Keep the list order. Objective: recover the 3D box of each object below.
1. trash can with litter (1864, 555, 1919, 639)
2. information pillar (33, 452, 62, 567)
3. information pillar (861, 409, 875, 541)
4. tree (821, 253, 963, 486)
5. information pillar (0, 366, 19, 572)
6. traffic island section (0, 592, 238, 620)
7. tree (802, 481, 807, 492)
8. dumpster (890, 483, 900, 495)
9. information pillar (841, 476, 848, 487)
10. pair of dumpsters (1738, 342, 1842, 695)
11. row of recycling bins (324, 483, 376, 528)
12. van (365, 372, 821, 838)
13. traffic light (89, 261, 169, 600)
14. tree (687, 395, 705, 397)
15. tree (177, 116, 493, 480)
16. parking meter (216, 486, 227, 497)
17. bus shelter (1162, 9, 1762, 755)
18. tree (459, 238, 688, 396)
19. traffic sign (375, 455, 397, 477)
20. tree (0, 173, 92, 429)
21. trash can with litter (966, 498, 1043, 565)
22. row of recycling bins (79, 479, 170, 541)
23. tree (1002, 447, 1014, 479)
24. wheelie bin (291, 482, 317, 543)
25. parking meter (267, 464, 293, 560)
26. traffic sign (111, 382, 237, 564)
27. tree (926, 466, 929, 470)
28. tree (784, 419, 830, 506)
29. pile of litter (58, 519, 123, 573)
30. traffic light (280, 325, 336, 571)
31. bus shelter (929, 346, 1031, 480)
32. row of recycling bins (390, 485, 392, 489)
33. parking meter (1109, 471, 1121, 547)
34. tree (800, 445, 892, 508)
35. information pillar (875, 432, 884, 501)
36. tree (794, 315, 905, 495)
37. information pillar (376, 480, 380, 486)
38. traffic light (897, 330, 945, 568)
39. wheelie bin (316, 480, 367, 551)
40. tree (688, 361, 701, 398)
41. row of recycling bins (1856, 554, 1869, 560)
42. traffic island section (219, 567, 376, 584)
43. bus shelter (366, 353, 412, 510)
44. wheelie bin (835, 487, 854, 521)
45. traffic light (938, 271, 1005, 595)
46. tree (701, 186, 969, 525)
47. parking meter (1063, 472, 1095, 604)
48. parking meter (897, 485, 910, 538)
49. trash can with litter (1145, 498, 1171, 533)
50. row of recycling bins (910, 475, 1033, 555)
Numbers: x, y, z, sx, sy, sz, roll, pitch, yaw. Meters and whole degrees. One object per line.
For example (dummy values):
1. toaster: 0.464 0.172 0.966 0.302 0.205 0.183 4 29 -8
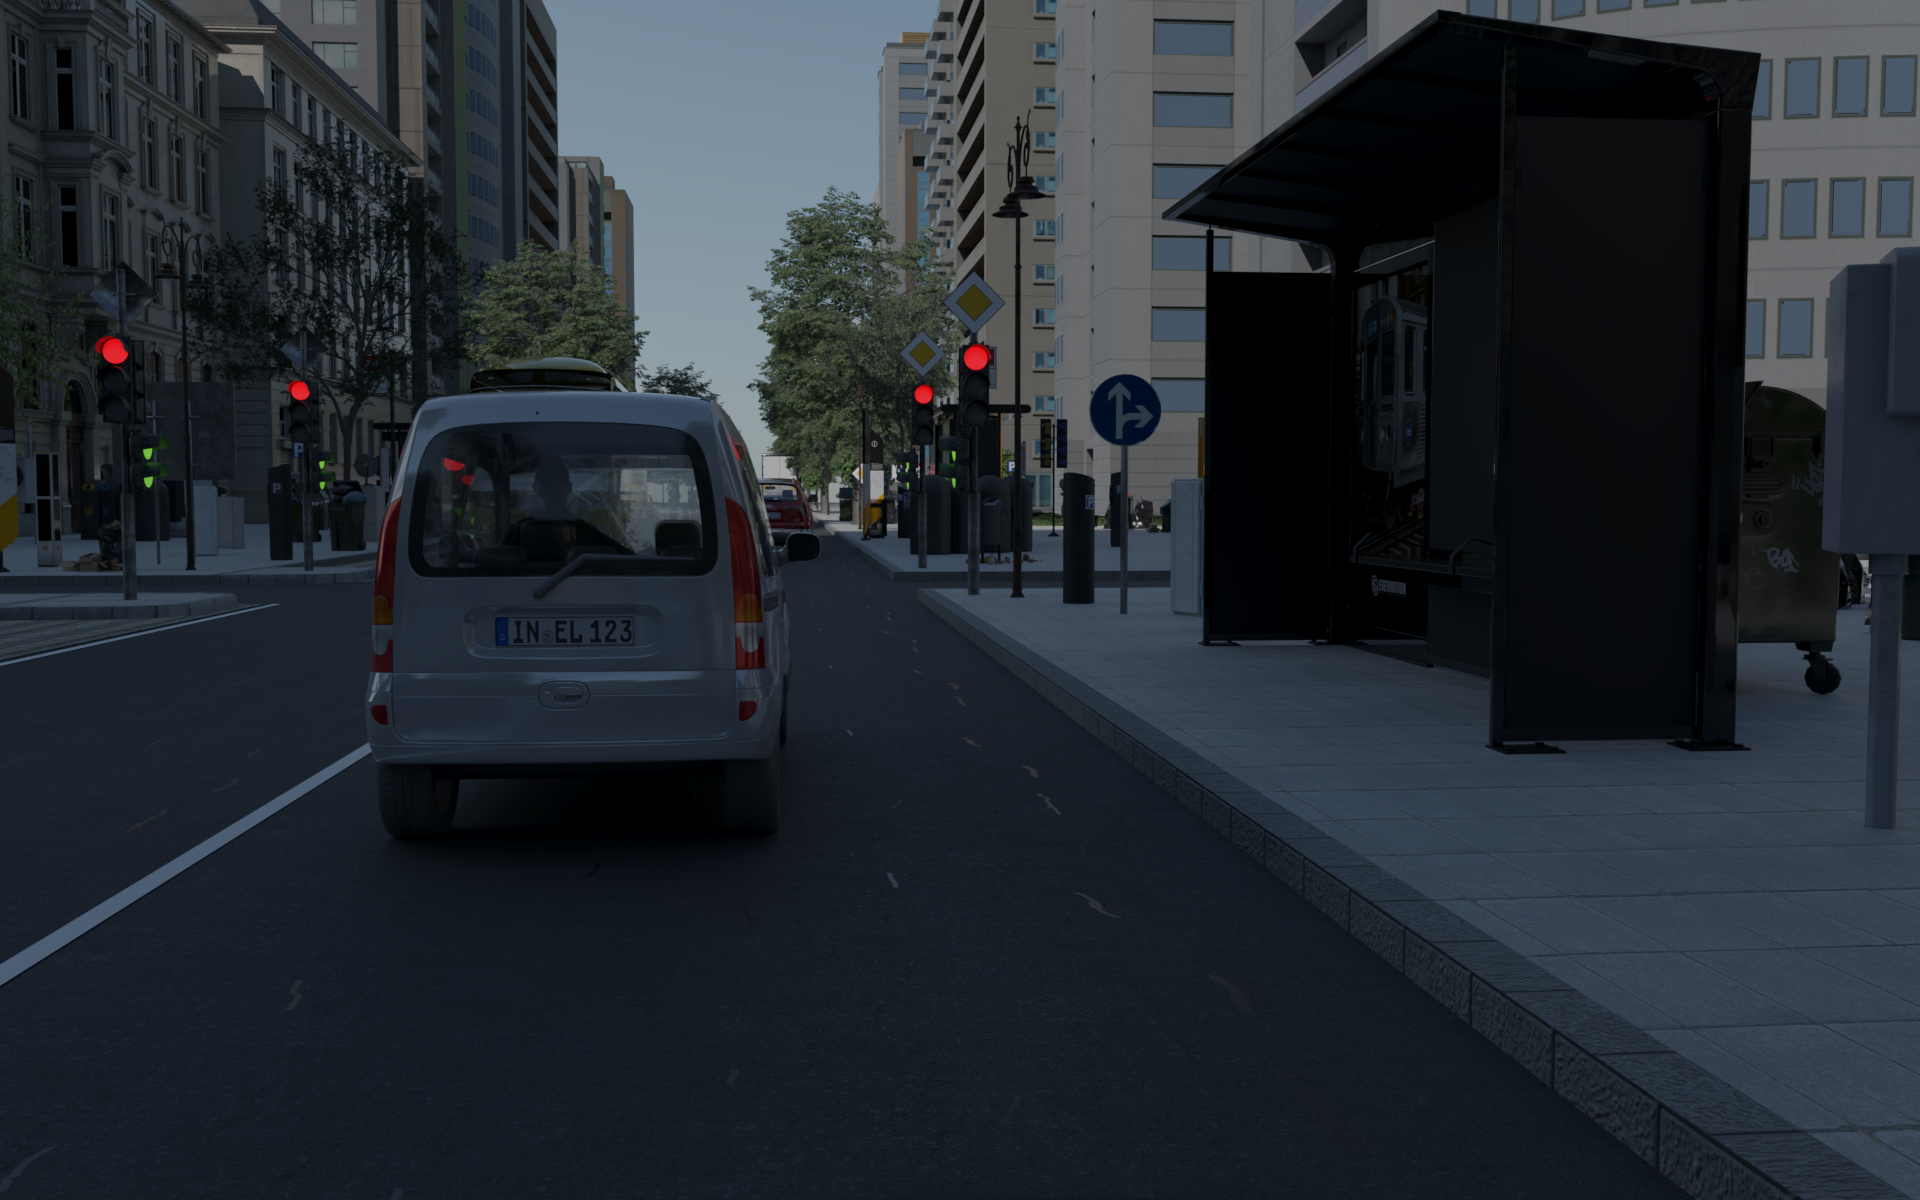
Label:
1. trash can with litter: 8.450 -0.253 15.531 0.624 1.170 1.055 0 4 3
2. information pillar: -16.015 -1.586 30.423 0.304 2.012 0.304 0 4 -2
3. information pillar: -2.592 -3.456 47.855 0.183 3.616 0.504 1 4 14
4. tree: -1.916 -6.224 52.129 4.360 8.622 3.978 0 3 0
5. information pillar: -15.719 -2.260 28.314 0.504 3.616 0.183 -3 5 -42
6. traffic island section: -10.091 0.076 21.033 2.009 0.180 2.903 0 4 -6
7. tree: -20.820 -17.341 233.893 4.360 8.622 3.978 0 3 0
8. dumpster: -3.412 -5.379 93.698 1.264 1.857 1.865 0 4 -6
9. information pillar: -6.046 -6.070 90.591 0.504 3.616 0.183 -3 5 -41
10. pair of dumpsters: 4.792 -0.643 13.006 1.574 2.255 4.437 0 4 -6
11. row of recycling bins: -23.923 -3.606 66.073 3.534 1.692 1.069 0 4 -7
12. van: -1.698 -0.099 8.638 2.013 2.044 4.112 0 4 -5
13. traffic light: -10.050 -1.956 20.902 0.839 4.253 0.868 0 4 -6
14. tree: -30.158 -17.026 195.380 9.611 12.733 9.660 0 3 0
15. tree: -15.746 -6.689 43.781 8.767 10.594 7.601 0 4 -2
16. parking meter: -24.402 -2.987 57.241 0.372 1.533 0.369 0 3 0
17. bus shelter: 2.859 -1.244 11.621 1.731 3.624 6.357 0 4 -6
18. tree: -19.794 -10.909 85.015 9.857 13.997 8.962 0 3 0
19. traffic sign: -18.121 -3.330 54.548 0.768 2.556 0.104 0 4 0
20. tree: -22.629 -5.507 40.404 4.737 8.622 4.395 0 3 0
21. trash can with litter: 0.903 -1.305 32.387 1.678 1.210 2.233 3 5 39
22. row of recycling bins: -23.194 -2.507 48.109 3.534 1.692 1.069 2 4 33
23. tree: 2.061 -7.381 104.387 4.285 4.588 4.351 0 3 0
24. wheelie bin: -17.460 -2.333 46.056 0.693 1.594 0.980 3 4 38
25. parking meter: -13.187 -1.704 33.579 0.399 1.863 0.255 0 4 6
26. traffic sign: -14.281 -2.299 31.464 2.265 3.308 0.079 0 4 1
27. tree: -0.191 -3.739 55.733 1.663 3.219 1.824 0 3 0
28. tree: -16.504 -16.361 201.909 7.601 10.594 8.767 -1 4 -16
29. pile of litter: -14.470 -0.920 28.999 1.176 0.858 1.719 -1 4 -14
30. traffic light: -10.873 -2.442 28.845 0.839 4.253 0.868 0 4 -6
31. bus shelter: 0.188 -4.092 44.540 2.179 5.291 8.768 0 4 -6
32. row of recycling bins: -24.989 -4.134 74.699 1.069 1.692 3.534 2 4 29
33. parking meter: 3.830 -2.217 41.954 0.399 1.863 0.255 -1 4 -10
34. tree: -4.944 -6.319 87.033 4.285 4.588 4.351 0 3 0
35. information pillar: -2.964 -4.290 61.492 0.504 3.616 0.183 -1 4 -19
36. tree: -5.920 -10.554 98.315 9.928 11.665 9.643 0 3 0
37. information pillar: -29.580 -5.133 88.423 0.304 2.012 0.304 2 4 23
38. traffic light: -0.668 -2.507 29.914 0.839 4.253 0.868 0 4 -6
39. wheelie bin: -13.827 -1.907 39.086 0.980 1.594 0.693 1 4 11
40. tree: -27.211 -15.820 165.319 9.857 13.997 8.962 0 3 0
41. row of recycling bins: 18.799 -1.645 34.009 3.534 1.692 1.069 0 4 -8
42. traffic island section: -10.914 -0.409 28.976 2.009 0.180 2.903 0 4 -6
43. bus shelter: -16.295 -4.562 52.226 2.179 5.291 8.768 0 4 -6
44. wheelie bin: -5.446 -4.560 82.469 0.980 1.594 0.693 0 4 2
45. traffic light: 0.155 -2.021 21.971 0.839 4.253 0.868 0 4 -6
46. tree: -4.173 -10.086 71.563 9.857 13.997 8.962 0 3 0
47. parking meter: 1.395 -0.729 20.328 0.372 1.533 0.369 0 3 0
48. parking meter: -1.628 -2.561 50.277 0.372 1.533 0.369 0 3 0
49. trash can with litter: 6.734 -2.825 57.577 1.055 1.170 0.624 -1 4 -14
50. row of recycling bins: 0.328 -1.872 37.728 1.069 1.692 3.534 3 5 43
